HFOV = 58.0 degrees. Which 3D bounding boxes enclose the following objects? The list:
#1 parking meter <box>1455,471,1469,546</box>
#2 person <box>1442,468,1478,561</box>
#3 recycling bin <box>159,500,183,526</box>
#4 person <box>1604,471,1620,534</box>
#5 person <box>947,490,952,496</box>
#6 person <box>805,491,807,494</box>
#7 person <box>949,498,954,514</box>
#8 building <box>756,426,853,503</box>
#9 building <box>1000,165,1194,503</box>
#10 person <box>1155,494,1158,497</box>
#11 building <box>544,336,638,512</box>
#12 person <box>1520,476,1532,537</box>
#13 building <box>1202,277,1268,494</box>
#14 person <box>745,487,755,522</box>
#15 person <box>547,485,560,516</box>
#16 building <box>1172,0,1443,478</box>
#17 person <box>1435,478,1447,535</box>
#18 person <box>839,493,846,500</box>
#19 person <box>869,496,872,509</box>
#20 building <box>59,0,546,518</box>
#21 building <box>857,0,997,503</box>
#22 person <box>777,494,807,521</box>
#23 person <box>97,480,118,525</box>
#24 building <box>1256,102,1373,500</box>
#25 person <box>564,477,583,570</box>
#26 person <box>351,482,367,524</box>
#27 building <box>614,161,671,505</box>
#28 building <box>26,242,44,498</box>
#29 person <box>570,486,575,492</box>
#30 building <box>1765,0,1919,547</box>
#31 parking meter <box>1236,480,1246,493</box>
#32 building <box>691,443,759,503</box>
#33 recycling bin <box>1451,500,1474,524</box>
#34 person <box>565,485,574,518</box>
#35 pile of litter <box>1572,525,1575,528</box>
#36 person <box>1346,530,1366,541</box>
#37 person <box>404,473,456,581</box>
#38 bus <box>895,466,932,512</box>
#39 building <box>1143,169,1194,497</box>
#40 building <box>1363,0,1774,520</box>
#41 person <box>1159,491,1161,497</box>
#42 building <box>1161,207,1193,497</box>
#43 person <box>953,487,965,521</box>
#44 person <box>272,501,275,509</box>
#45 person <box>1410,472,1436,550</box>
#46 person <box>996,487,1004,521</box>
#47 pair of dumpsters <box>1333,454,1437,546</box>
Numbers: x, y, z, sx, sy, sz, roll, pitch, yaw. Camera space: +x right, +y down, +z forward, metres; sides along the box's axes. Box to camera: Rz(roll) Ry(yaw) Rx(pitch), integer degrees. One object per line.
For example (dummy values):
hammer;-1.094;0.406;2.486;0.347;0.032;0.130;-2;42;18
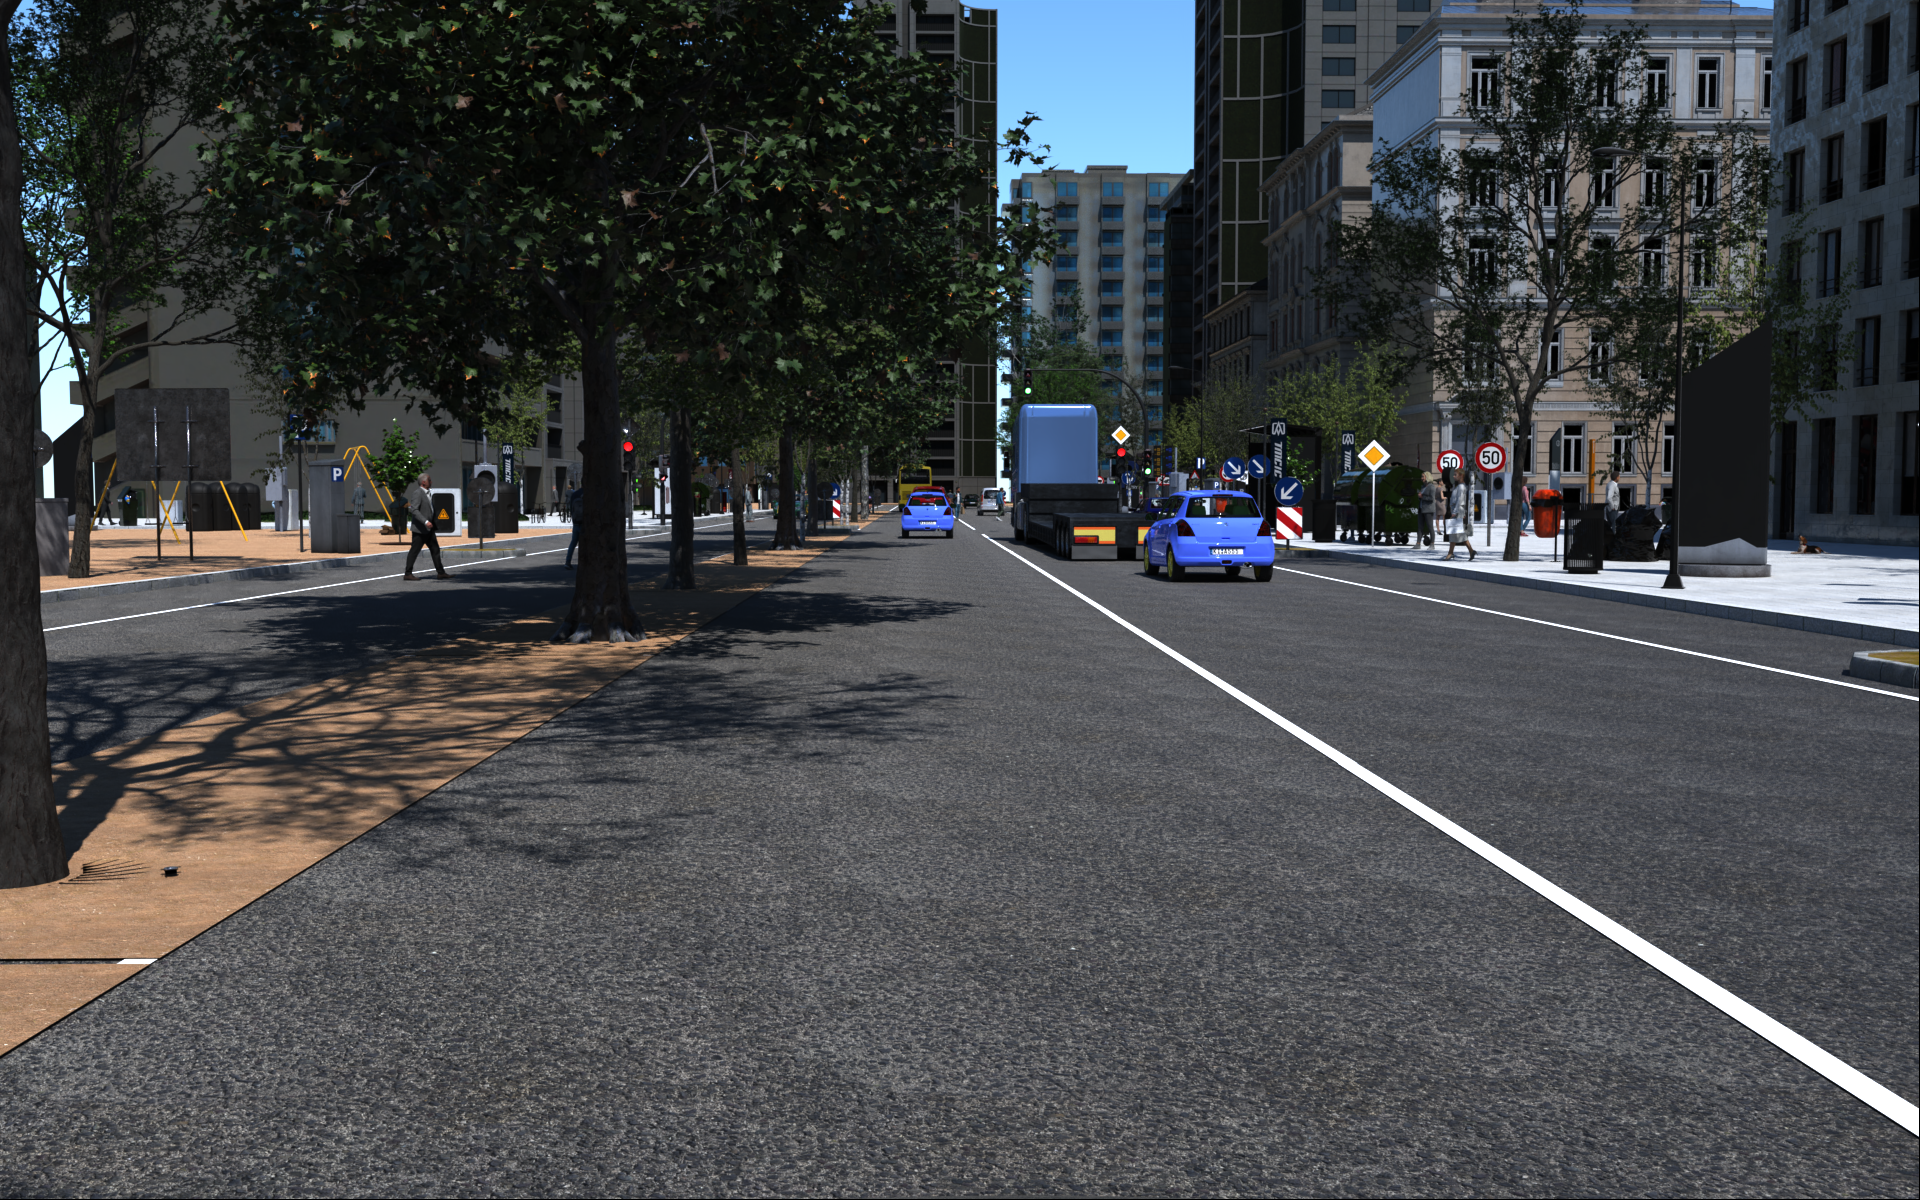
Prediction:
parking meter;12.430;-2.277;42.937;0.255;1.863;0.399;2;4;34
person;9.588;-1.638;33.173;0.624;1.780;0.694;2;4;31
recycling bin;-31.912;-3.517;70.055;0.722;1.027;0.722;0;4;-8
person;15.761;-2.215;42.109;0.795;1.843;0.661;1;4;20
person;-0.894;-9.283;160.353;1.350;1.814;0.705;1;4;23
person;-14.548;-9.402;162.779;0.434;1.755;0.990;1;4;11
person;-0.500;-4.481;86.438;0.373;1.253;0.362;2;4;33
building;-22.132;-34.606;249.408;14.086;41.232;14.154;0;4;-1
building;21.209;-38.858;254.940;30.456;49.044;23.786;0;4;-1
person;10.772;-5.223;95.711;0.425;1.301;0.394;-1;4;-16
building;-40.044;-43.788;154.185;20.563;71.187;20.611;0;4;-1
person;17.040;-2.827;52.282;0.388;1.821;0.555;-2;4;-29
building;25.912;-16.670;137.182;10.561;19.102;19.286;0;4;-1
person;-10.778;-4.881;88.397;0.391;1.810;0.635;-2;4;-29
person;-23.455;-5.724;100.020;0.834;1.777;0.661;-1;4;-14
building;30.948;-44.020;157.975;20.563;71.187;20.611;0;4;-1
person;15.074;-2.922;54.163;0.374;1.781;0.599;-1;4;-16
person;-10.720;-8.937;155.401;1.217;1.735;0.721;-1;4;-15
person;-8.084;-8.720;154.306;0.421;1.427;0.697;-3;5;-42
building;-36.654;-28.990;97.696;21.300;48.544;21.600;0;4;-1
building;-4.881;-49.813;252.701;20.611;71.187;20.563;0;4;-1
person;-8.785;-4.964;89.874;1.509;1.804;0.699;2;4;27
person;-34.901;-3.980;70.894;0.755;1.850;0.659;-2;4;-31
building;28.817;-20.073;115.578;14.401;28.519;23.554;0;4;-1
person;-7.148;-1.464;32.779;0.623;1.781;0.721;1;4;19
person;-26.150;-4.223;75.271;0.661;1.801;0.590;-3;5;-42
building;-43.274;-30.551;191.394;23.993;40.220;32.217;0;4;-1
building;-67.873;-47.692;92.431;31.000;86.520;22.319;0;4;-1
person;-25.155;-6.490;112.333;0.419;1.800;0.721;2;4;28
building;28.347;-11.385;40.894;10.420;20.320;16.860;0;4;-1
parking meter;11.831;-4.108;72.875;0.399;1.863;0.255;0;4;-5
building;-36.283;-36.658;249.471;14.200;45.320;14.600;0;4;-1
recycling bin;21.233;-3.706;73.151;0.722;1.027;0.722;3;5;42
person;-21.336;-5.400;94.761;0.576;1.772;0.534;-2;4;-26
pile of litter;22.590;-2.949;62.187;1.176;0.858;1.719;2;4;30
person;10.900;-2.511;47.770;0.598;1.740;0.731;0;4;4
person;-8.823;-1.214;28.745;0.834;1.777;0.661;0;4;-5
bus;-3.686;-9.004;138.763;2.896;3.916;12.252;0;4;-2
building;36.400;-30.838;196.078;32.217;40.220;23.993;0;4;-1
building;32.939;-18.703;91.699;20.117;28.700;13.634;0;4;-1
person;13.215;-6.688;115.574;0.511;1.800;0.466;2;4;24
building;27.421;-24.760;176.521;14.160;30.474;14.107;0;4;-1
person;-0.088;-5.170;93.014;0.794;1.824;0.713;-1;4;-15
person;-26.472;-3.493;67.429;0.589;1.601;0.330;-1;4;-20
person;10.728;-2.063;39.955;0.526;1.800;0.537;-1;4;-12
person;2.125;-5.119;92.535;0.444;1.785;0.601;-1;4;-15
pair of dumpsters;10.912;-2.573;44.563;1.574;2.255;4.437;0;4;-2
